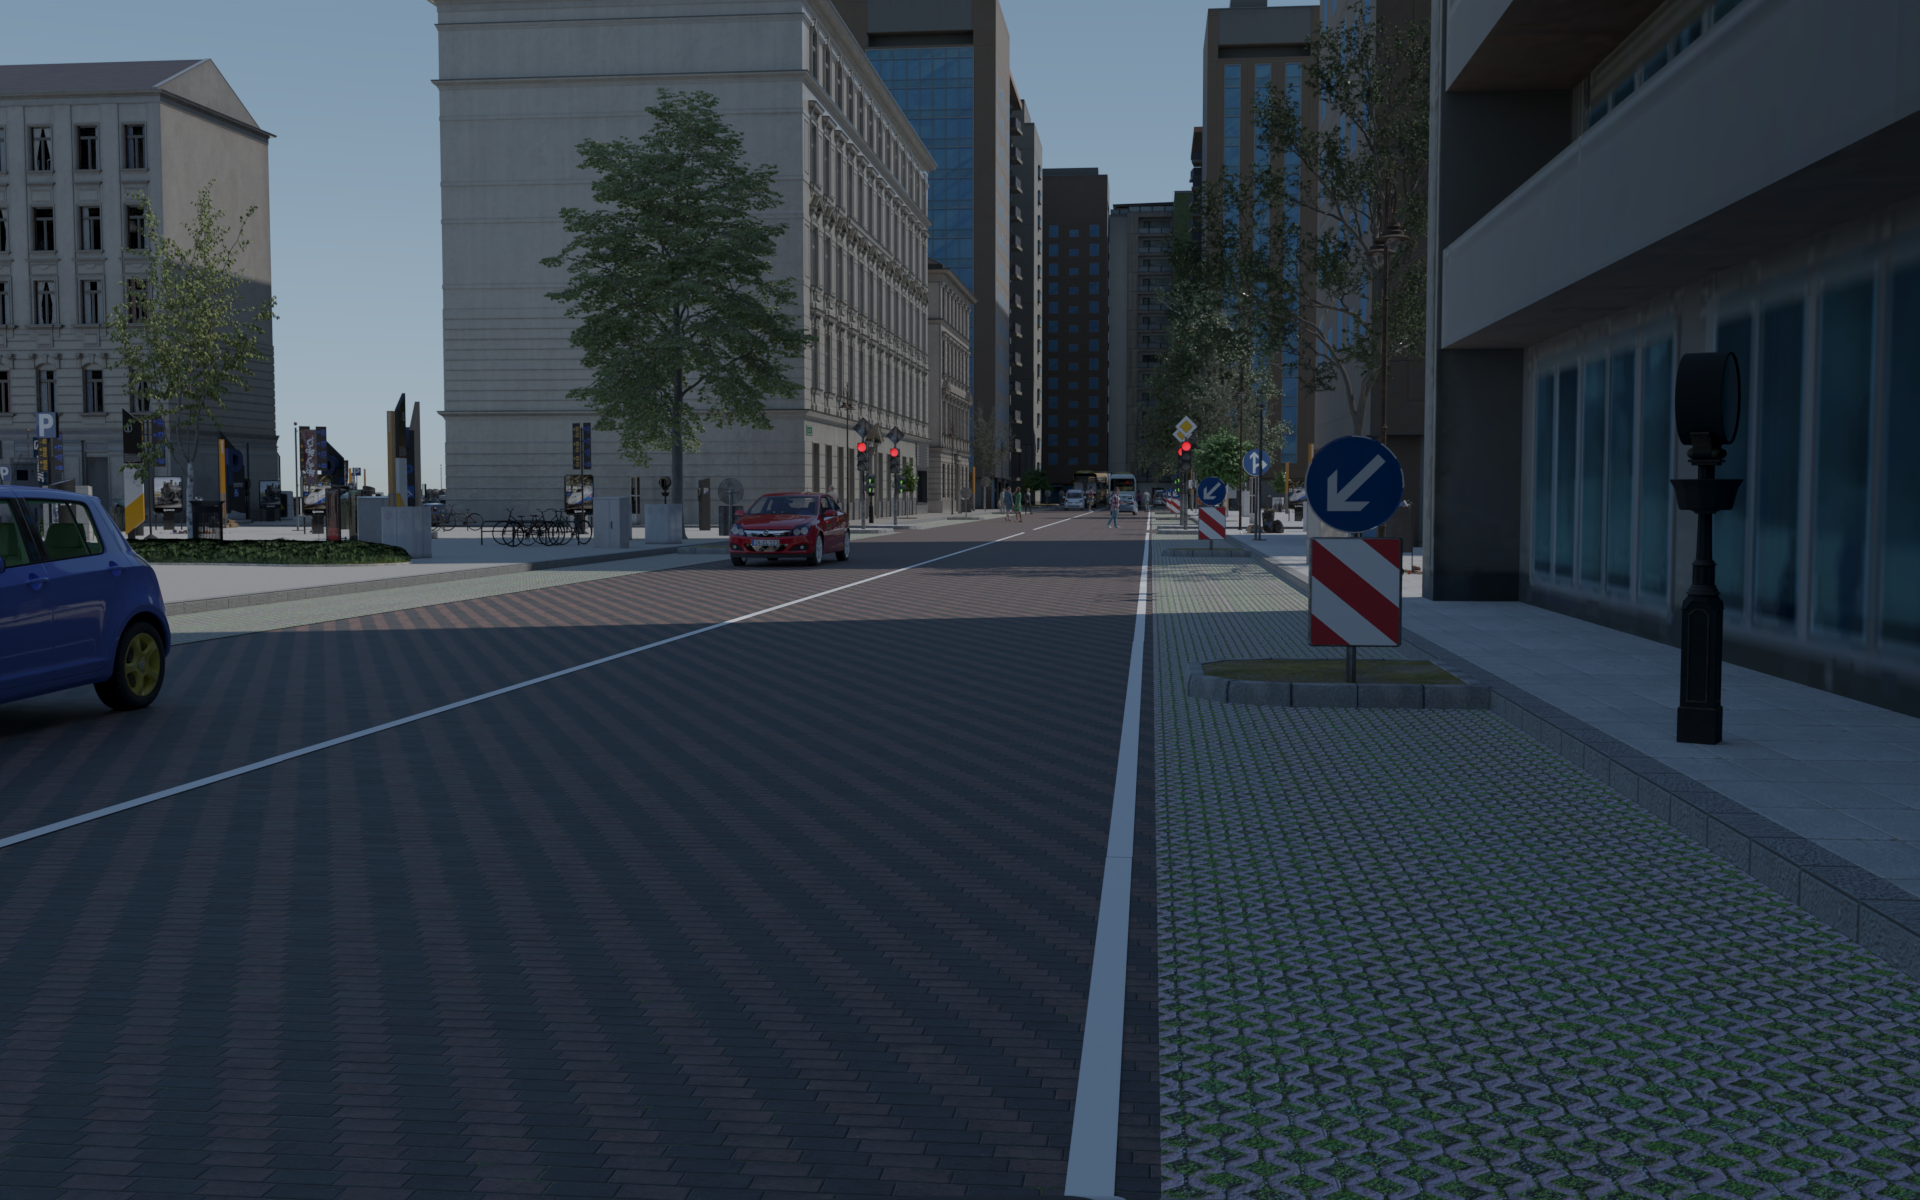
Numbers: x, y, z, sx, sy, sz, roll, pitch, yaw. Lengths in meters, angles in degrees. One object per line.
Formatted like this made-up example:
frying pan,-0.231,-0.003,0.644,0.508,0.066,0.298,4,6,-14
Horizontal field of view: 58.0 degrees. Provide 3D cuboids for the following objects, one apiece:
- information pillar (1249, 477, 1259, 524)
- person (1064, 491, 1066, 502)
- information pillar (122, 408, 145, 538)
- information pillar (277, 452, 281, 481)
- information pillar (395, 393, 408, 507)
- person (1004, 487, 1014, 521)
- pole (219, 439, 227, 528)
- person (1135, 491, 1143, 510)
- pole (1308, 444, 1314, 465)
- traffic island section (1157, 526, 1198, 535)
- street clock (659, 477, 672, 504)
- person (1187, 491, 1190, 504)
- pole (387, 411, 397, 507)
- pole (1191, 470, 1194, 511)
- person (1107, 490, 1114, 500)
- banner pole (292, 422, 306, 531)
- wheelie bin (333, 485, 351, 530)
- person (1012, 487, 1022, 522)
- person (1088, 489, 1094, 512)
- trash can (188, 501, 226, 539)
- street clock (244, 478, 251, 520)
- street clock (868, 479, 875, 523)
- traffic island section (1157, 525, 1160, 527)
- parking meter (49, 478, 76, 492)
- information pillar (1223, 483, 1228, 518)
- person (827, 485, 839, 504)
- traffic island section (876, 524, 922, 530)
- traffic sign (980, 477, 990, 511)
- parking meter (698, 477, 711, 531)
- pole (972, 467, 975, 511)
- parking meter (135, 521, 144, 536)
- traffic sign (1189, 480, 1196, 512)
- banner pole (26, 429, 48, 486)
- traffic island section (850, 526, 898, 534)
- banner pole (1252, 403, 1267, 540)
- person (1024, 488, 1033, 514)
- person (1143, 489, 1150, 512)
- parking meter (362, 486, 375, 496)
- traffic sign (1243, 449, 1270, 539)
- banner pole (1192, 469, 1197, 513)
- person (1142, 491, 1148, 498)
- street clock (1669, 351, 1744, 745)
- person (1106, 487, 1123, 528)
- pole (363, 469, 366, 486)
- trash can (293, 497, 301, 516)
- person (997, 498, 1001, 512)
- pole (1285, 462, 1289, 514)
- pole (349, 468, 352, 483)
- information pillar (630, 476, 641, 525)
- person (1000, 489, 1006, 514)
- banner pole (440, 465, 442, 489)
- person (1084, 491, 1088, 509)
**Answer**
information pillar,12.711,-4.305,74.882,0.304,2.012,0.304,-1,4,-11
person,12.663,-12.231,208.488,1.348,1.823,0.705,3,4,39
information pillar,-22.480,-3.408,47.082,0.504,3.616,0.183,-1,4,-12
information pillar,-35.167,-5.989,89.281,0.504,3.616,0.183,3,5,40
information pillar,-12.883,-2.973,39.958,0.183,3.616,0.504,0,4,3
person,2.533,-5.095,91.834,0.581,1.822,0.654,3,5,44
pole,-27.569,-4.336,64.744,0.158,3.312,0.155,0,3,0
person,15.893,-8.799,153.046,1.217,1.739,0.721,-2,4,-32
pole,14.234,-4.676,70.292,0.158,3.312,0.155,0,3,0
traffic island section,8.112,-2.438,62.142,2.009,0.180,2.903,0,4,6
street clock,-12.191,-4.104,71.665,0.471,2.002,0.358,1,4,20
person,29.667,-13.302,225.624,0.705,1.869,1.348,3,5,43
pole,-13.921,-2.974,42.474,0.158,3.312,0.155,0,3,0
pole,17.895,-8.540,133.477,0.158,3.312,0.155,0,3,0
person,13.759,-8.995,155.559,0.705,1.826,1.348,-3,4,-37
banner pole,-22.939,-4.302,60.348,0.401,3.779,0.863,2,4,24
wheelie bin,-22.382,-3.355,62.760,0.980,1.594,0.693,0,4,8
person,2.970,-4.849,88.029,0.529,1.795,0.600,-2,4,-26
person,10.549,-8.020,139.597,0.573,1.828,0.580,-1,4,-16
trash can,-16.110,-1.556,37.090,0.748,1.137,0.748,0,3,0
street clock,-33.059,-4.630,80.273,0.358,2.002,0.471,0,4,4
street clock,-3.893,-4.366,75.960,0.358,2.002,0.471,0,4,8
traffic island section,8.988,-2.923,70.079,2.009,0.180,2.903,0,4,6
parking meter,-14.164,-1.159,27.366,0.372,1.533,0.369,0,3,0
information pillar,14.406,-6.283,94.078,0.183,3.616,0.504,-1,4,-21
person,-4.987,-3.532,66.643,0.834,1.777,0.661,3,4,36
traffic island section,-2.682,-3.002,71.368,2.009,0.180,2.903,0,4,6
traffic sign,1.864,-7.815,127.878,0.768,2.556,0.104,1,4,14
parking meter,-8.970,-3.366,60.741,0.399,1.863,0.255,-2,4,-31
pole,1.020,-8.341,130.220,0.158,3.312,0.155,0,3,0
parking meter,-25.301,-2.741,53.219,0.372,1.533,0.369,0,3,0
traffic sign,16.947,-7.581,126.084,0.606,2.300,0.079,1,4,15
banner pole,-35.623,-4.695,66.774,0.863,3.779,0.401,-2,4,-30
traffic island section,-3.558,-2.517,63.431,2.009,0.180,2.903,0,4,6
banner pole,8.367,-3.555,48.145,0.401,3.779,0.863,1,4,15
person,4.858,-6.985,122.478,0.659,1.850,0.755,-2,4,-33
person,15.214,-8.122,141.386,0.635,1.810,0.391,-2,4,-35
parking meter,-17.875,-2.691,52.412,0.372,1.533,0.369,0,3,0
traffic sign,8.359,-2.983,48.880,0.768,2.556,0.104,1,4,10
banner pole,15.915,-7.792,117.414,0.401,3.779,0.863,-1,4,-17
person,23.139,-12.628,214.972,1.348,1.824,0.705,-3,5,-41
street clock,3.830,-0.265,8.910,0.358,2.002,0.471,2,4,35
person,6.514,-3.889,72.930,0.643,1.720,0.563,1,4,17
pole,-47.997,-8.921,139.708,0.158,3.312,0.155,0,3,0
trash can,-38.848,-5.473,101.141,0.748,1.137,0.748,0,3,0
person,2.866,-6.854,125.584,0.382,1.210,0.505,-3,5,-44
pole,21.042,-7.194,111.458,0.158,3.312,0.155,0,3,0
pole,-47.773,-8.678,135.721,0.158,3.312,0.155,0,3,0
information pillar,-13.554,-4.149,72.328,0.304,2.012,0.304,1,4,20
person,3.000,-6.872,120.960,0.391,1.810,0.635,-2,4,-29
banner pole,-43.795,-9.555,146.241,0.401,3.779,0.863,-1,4,-17
person,12.104,-9.823,169.644,0.750,1.759,0.617,-1,4,-9
